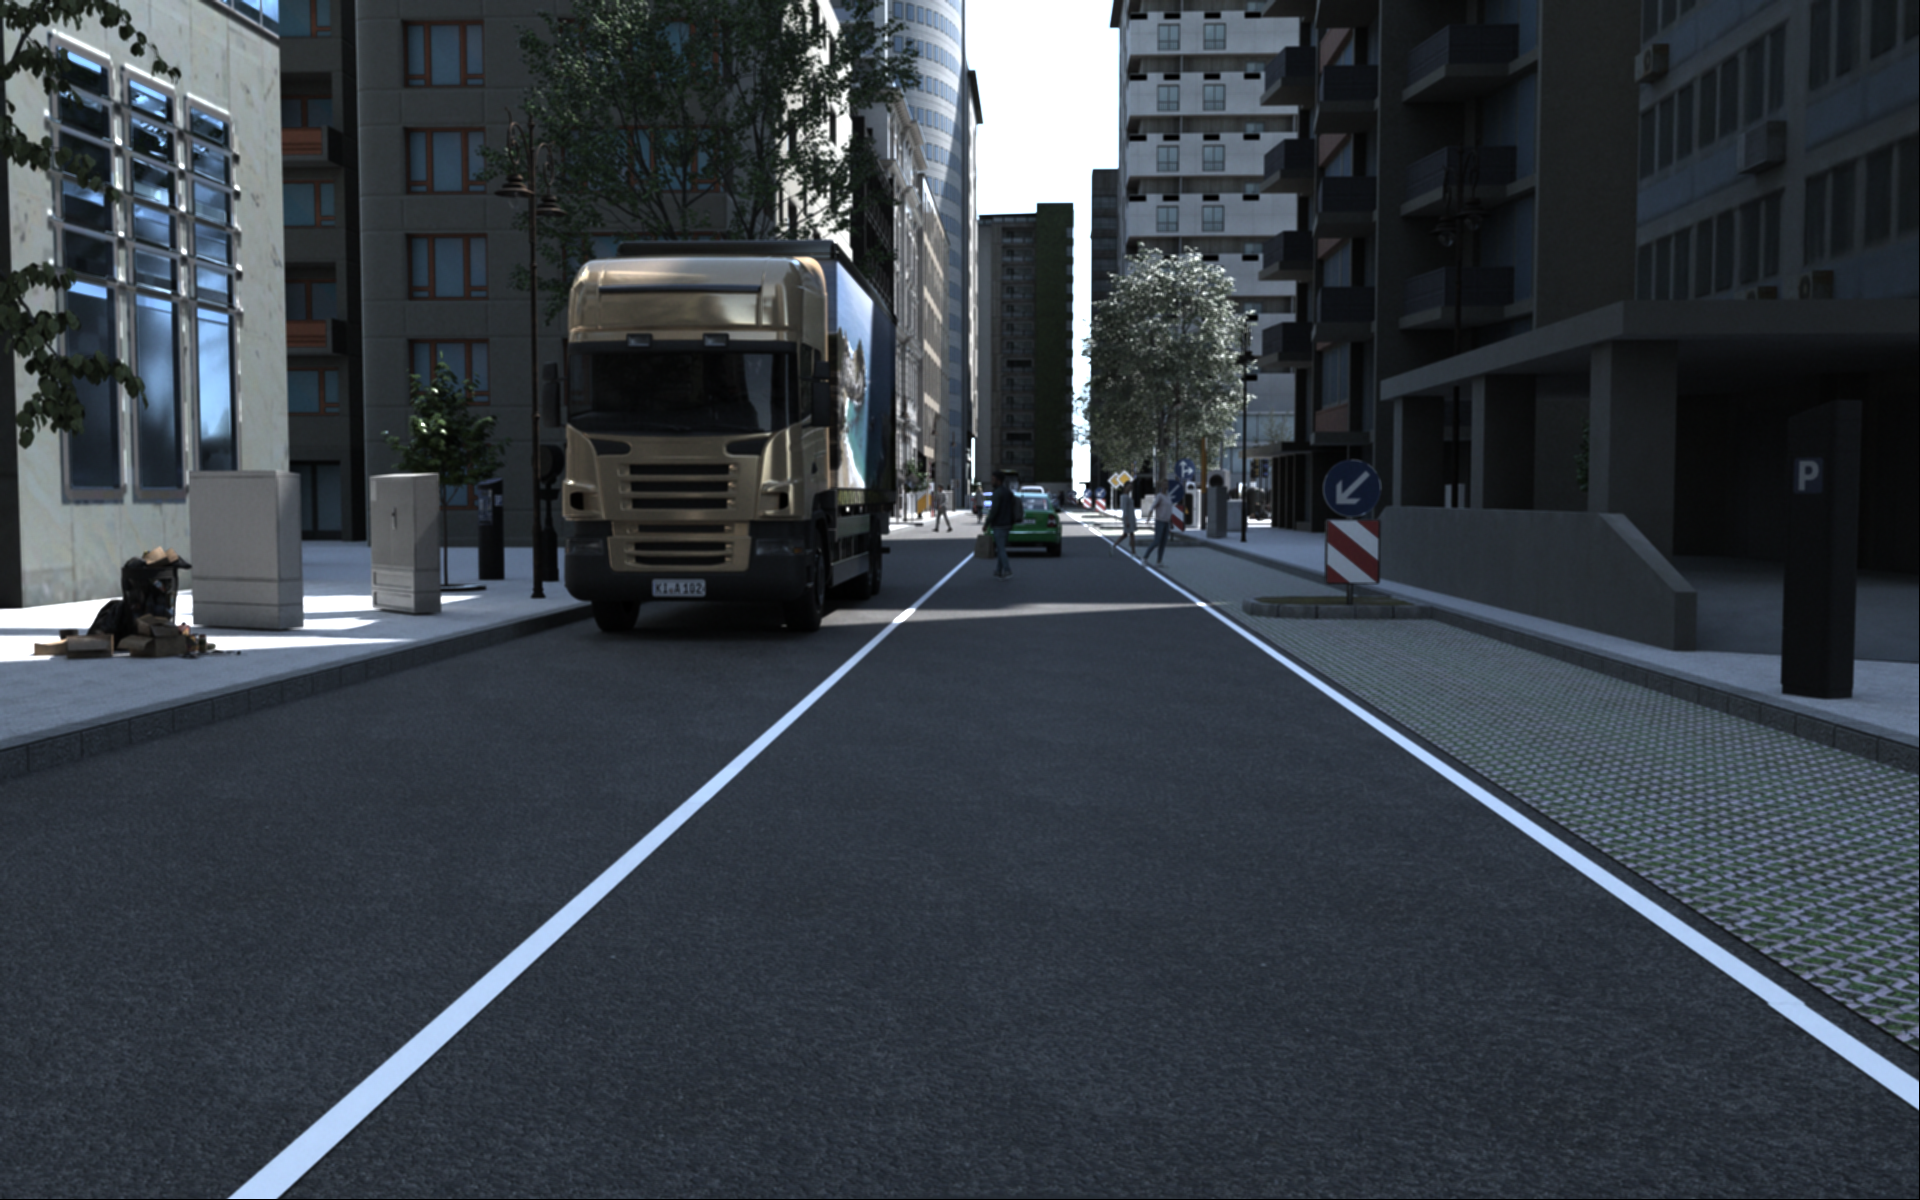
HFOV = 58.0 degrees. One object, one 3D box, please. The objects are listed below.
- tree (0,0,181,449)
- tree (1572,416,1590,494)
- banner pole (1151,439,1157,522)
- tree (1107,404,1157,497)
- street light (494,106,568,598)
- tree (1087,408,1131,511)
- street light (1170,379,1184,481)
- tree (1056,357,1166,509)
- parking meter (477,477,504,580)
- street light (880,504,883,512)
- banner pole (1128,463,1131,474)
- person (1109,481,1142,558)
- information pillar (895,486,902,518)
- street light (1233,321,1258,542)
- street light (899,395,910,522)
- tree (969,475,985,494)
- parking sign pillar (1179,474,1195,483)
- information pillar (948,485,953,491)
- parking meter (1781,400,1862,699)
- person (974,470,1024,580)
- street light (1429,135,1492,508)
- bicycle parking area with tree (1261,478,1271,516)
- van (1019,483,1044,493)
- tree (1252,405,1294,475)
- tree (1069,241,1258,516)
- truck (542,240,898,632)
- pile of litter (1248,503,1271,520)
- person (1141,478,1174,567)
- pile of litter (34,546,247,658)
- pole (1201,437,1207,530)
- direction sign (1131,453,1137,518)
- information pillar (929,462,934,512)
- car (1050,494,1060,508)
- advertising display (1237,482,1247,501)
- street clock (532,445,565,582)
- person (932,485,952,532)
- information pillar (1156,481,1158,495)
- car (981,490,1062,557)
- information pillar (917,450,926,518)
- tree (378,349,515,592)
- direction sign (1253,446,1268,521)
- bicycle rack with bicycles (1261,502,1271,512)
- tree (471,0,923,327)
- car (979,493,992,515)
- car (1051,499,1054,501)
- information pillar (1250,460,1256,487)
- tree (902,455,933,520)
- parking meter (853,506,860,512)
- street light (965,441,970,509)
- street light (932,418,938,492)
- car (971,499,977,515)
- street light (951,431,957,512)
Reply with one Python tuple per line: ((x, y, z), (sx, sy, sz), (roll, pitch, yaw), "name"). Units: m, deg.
((-5.828, -3.604, 9.283), (4.737, 8.622, 4.395), (0, 3, 0), "tree")
((13.525, -2.585, 36.874), (1.663, 3.219, 1.824), (0, 3, 0), "tree")
((8.867, -5.431, 78.813), (0.401, 3.779, 0.863), (1, 4, 16), "banner pole")
((12.035, -10.480, 121.711), (4.360, 8.622, 3.978), (0, 3, 0), "tree")
((-5.211, -2.962, 21.216), (0.468, 5.910, 1.993), (0, 4, 3), "street light")
((11.959, -11.210, 133.642), (4.737, 8.622, 4.395), (0, 3, 0), "tree")
((8.709, -5.914, 69.480), (0.468, 5.910, 1.993), (0, 4, 3), "street light")
((13.200, -14.525, 147.858), (12.009, 13.543, 11.850), (0, 3, 0), "tree")
((-7.039, -1.075, 25.986), (0.372, 1.533, 0.369), (0, 3, 0), "parking meter")
((-3.072, -5.816, 67.876), (0.468, 5.910, 1.993), (0, 4, 3), "street light")
((13.598, -9.172, 139.972), (0.401, 3.779, 0.863), (-2, 4, -24), "banner pole")
((3.738, -1.818, 38.968), (0.760, 1.731, 0.466), (-1, 4, -22), "person")
((-3.329, -5.471, 93.947), (0.304, 2.012, 0.304), (2, 4, 31), "information pillar")
((7.609, -4.497, 46.306), (0.468, 5.910, 1.993), (0, 4, 3), "street light")
((-2.534, -6.557, 79.992), (0.468, 5.910, 1.993), (0, 4, 3), "street light")
((1.566, -11.001, 174.471), (1.663, 3.219, 1.824), (0, 3, 0), "tree")
((18.431, -9.311, 140.707), (1.447, 3.967, 1.447), (0, 4, 4), "parking sign pillar")
((-0.803, -8.301, 140.220), (0.304, 2.012, 0.304), (2, 4, 35), "information pillar")
((5.452, -0.323, 10.986), (0.255, 1.863, 0.399), (-1, 4, -20), "parking meter")
((0.635, -1.243, 28.804), (0.794, 1.824, 0.713), (-3, 5, -40), "person")
((6.554, -3.061, 22.843), (0.468, 5.910, 1.993), (0, 4, 3), "street light")
((21.143, -7.237, 105.328), (8.231, 4.147, 9.016), (0, 4, 6), "bicycle parking area with tree")
((3.996, -5.490, 96.772), (2.013, 2.044, 4.112), (0, 4, 3), "van")
((26.166, -11.768, 142.772), (4.360, 8.622, 3.978), (0, 3, 0), "tree")
((10.492, -11.125, 88.542), (9.857, 13.997, 8.962), (0, 3, 0), "tree")
((-2.464, -1.991, 21.467), (2.839, 4.237, 11.283), (0, 4, 3), "truck")
((15.075, -4.491, 87.388), (1.719, 0.858, 1.176), (3, 5, 39), "pile of litter")
((3.794, -1.503, 33.742), (0.598, 1.740, 0.731), (2, 4, 29), "person")
((-6.629, 0.005, 13.890), (1.719, 0.858, 1.176), (2, 4, 30), "pile of litter")
((8.787, -4.194, 62.419), (0.158, 3.312, 0.155), (0, 3, 0), "pole")
((9.435, -6.254, 94.254), (0.379, 3.537, 0.876), (1, 4, 22), "direction sign")
((-1.950, -7.985, 121.915), (0.504, 3.616, 0.183), (-1, 4, -16), "information pillar")
((8.367, -9.138, 161.413), (2.014, 1.417, 4.499), (0, 4, 5), "car")
((15.421, -5.479, 94.790), (0.123, 1.923, 0.974), (3, 4, 36), "advertising display")
((-6.037, -1.275, 25.423), (0.471, 2.002, 0.358), (3, 4, 36), "street clock")
((-0.664, -3.475, 65.589), (0.850, 1.792, 0.678), (-2, 4, -34), "person")
((11.463, -5.837, 99.932), (0.304, 2.012, 0.304), (-3, 5, -42), "information pillar")
((1.467, -1.975, 41.086), (1.959, 1.807, 4.718), (0, 4, 1), "car")
((-2.028, -6.091, 90.941), (0.504, 3.616, 0.183), (0, 4, -5), "information pillar")
((-6.959, -1.736, 22.991), (1.663, 3.219, 1.824), (0, 3, 0), "tree")
((14.190, -5.491, 81.775), (0.876, 3.537, 0.379), (-2, 4, -29), "direction sign")
((19.500, -6.145, 113.852), (2.925, 0.926, 2.852), (0, 4, 5), "bicycle rack with bicycles")
((-4.825, -6.503, 32.077), (9.928, 11.665, 9.643), (0, 3, 0), "tree")
((2.018, -6.217, 111.241), (1.945, 1.707, 3.694), (0, 4, 1), "car")
((5.551, -6.768, 122.453), (2.131, 1.459, 4.920), (0, 4, 4), "car")
((19.853, -7.708, 117.376), (0.183, 3.616, 0.504), (-2, 4, -33), "information pillar")
((-2.363, -5.489, 84.339), (1.663, 3.219, 1.824), (0, 3, 0), "tree")
((-3.610, -3.130, 59.589), (0.372, 1.533, 0.369), (0, 3, 0), "parking meter")
((0.662, -10.812, 149.556), (0.468, 5.910, 1.993), (0, 4, 3), "street light")
((-1.501, -7.974, 103.170), (0.468, 5.910, 1.993), (0, 4, 3), "street light")
((1.886, -6.940, 122.505), (2.155, 1.783, 4.494), (0, 4, 3), "car")
((-0.467, -9.394, 126.383), (0.468, 5.910, 1.993), (0, 4, 3), "street light")
